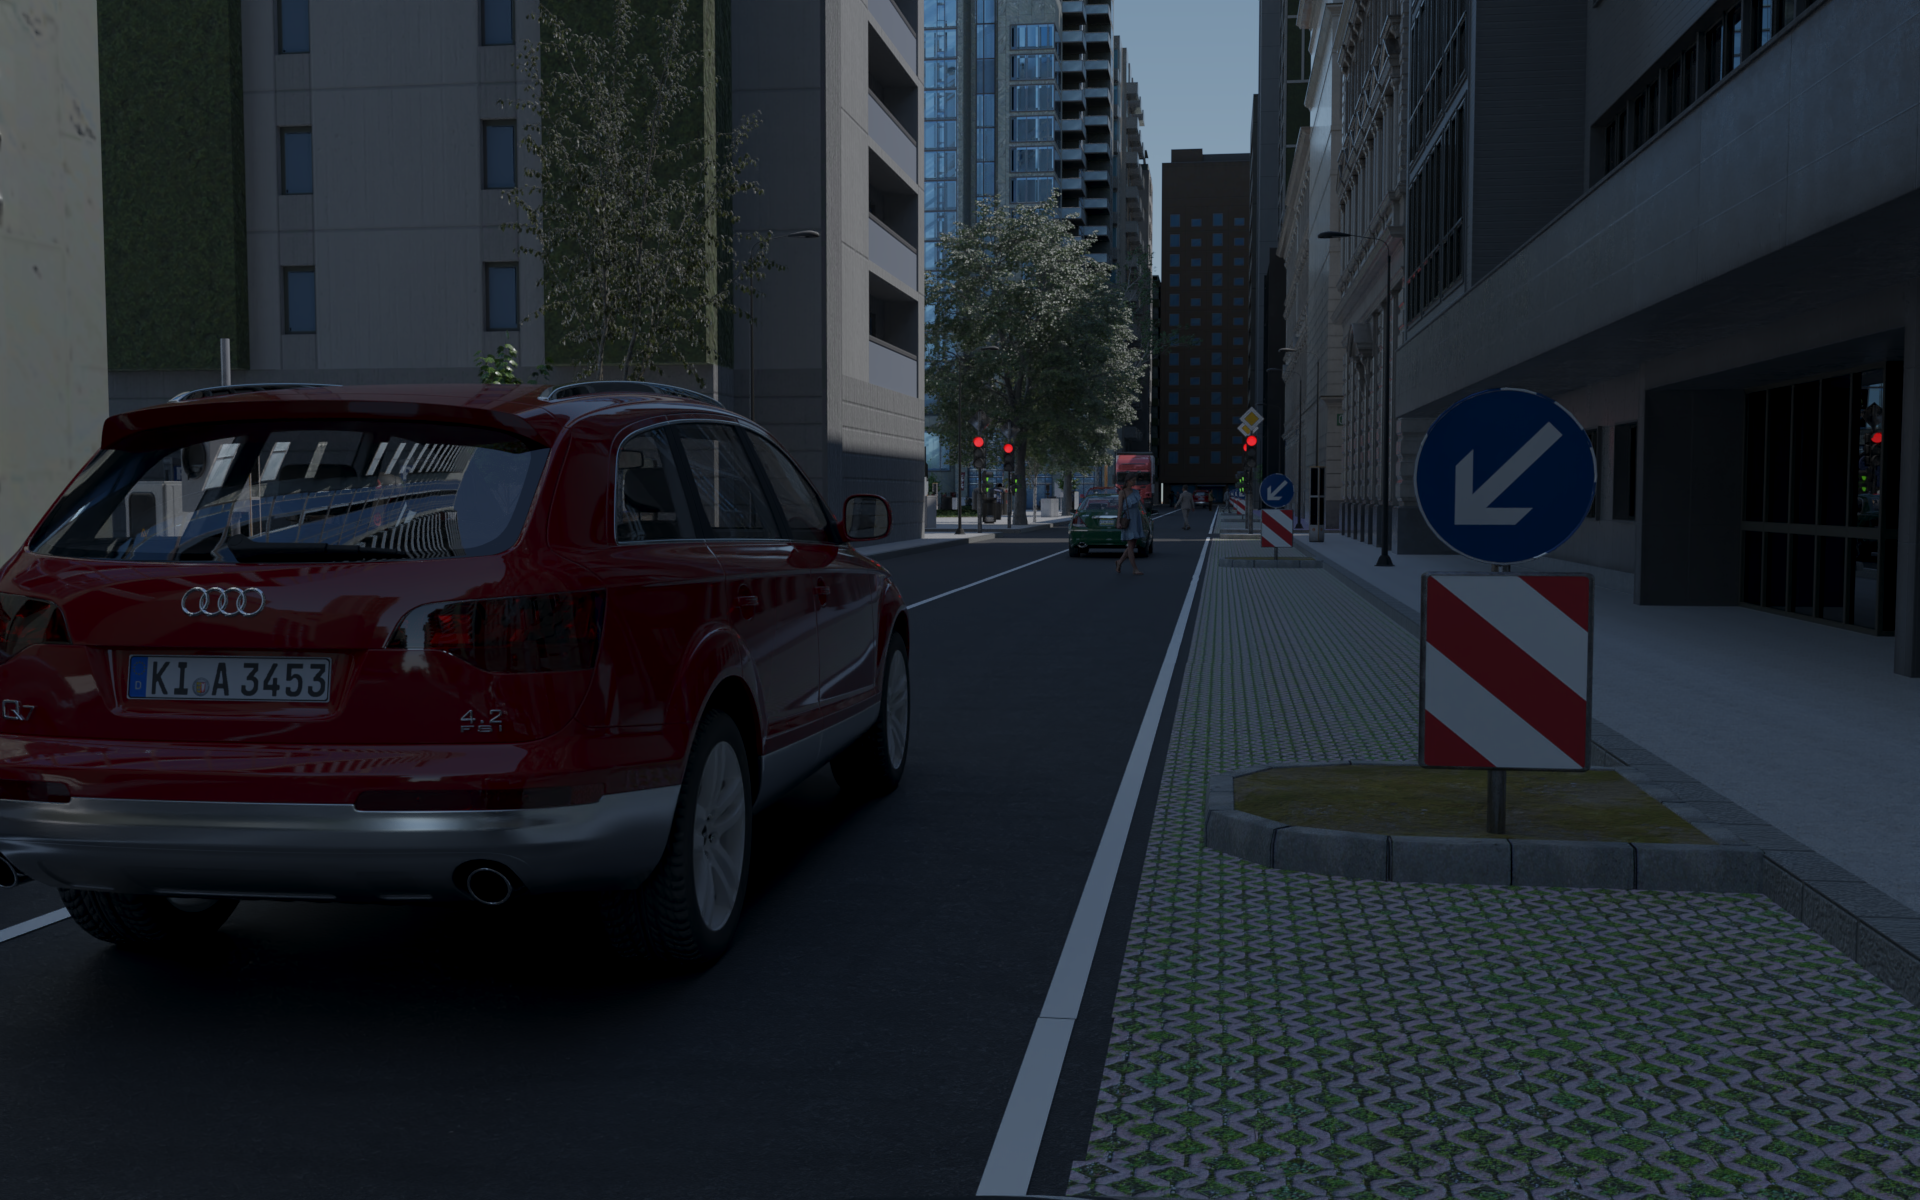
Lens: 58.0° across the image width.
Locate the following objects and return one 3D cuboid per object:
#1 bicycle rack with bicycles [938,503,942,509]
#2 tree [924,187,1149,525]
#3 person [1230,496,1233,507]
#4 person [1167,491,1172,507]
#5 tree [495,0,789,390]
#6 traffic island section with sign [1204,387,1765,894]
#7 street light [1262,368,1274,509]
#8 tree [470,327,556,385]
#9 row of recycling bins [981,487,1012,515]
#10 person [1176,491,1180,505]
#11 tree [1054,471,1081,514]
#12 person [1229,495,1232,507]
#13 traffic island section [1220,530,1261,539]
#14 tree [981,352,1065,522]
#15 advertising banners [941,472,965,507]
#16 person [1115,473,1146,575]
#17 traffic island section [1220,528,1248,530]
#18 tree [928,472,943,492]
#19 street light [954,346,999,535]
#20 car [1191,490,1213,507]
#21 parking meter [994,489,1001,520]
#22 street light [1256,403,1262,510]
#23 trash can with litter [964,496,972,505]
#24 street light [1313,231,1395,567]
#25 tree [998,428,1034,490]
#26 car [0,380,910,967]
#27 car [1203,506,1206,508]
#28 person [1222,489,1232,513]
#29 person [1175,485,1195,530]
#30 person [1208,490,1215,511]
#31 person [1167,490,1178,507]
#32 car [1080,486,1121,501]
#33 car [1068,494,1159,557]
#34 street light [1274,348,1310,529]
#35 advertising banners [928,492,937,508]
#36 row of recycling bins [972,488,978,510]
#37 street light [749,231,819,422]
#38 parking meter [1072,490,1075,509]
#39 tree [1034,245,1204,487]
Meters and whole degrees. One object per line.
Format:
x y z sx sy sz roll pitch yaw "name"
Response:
-2.302 -6.817 124.837 2.925 0.926 2.852 1 4 11 "bicycle rack with bicycles"
2.387 -10.090 71.621 9.857 13.997 8.962 0 3 0 "tree"
29.353 -10.888 187.239 1.217 1.743 0.721 3 4 38 "person"
23.131 -11.117 190.273 0.705 1.822 1.348 2 4 35 "person"
-4.848 -4.576 25.183 4.360 8.622 3.978 0 3 0 "tree"
2.038 0.085 7.241 1.989 1.847 2.006 1 4 9 "traffic island section with sign"
12.032 -5.600 64.104 1.470 5.913 1.316 1 4 9 "street light"
-5.333 -1.567 20.222 1.663 3.219 1.824 0 3 0 "tree"
2.373 -6.012 105.414 1.069 1.692 3.534 1 4 16 "row of recycling bins"
26.240 -12.241 209.171 0.617 1.759 0.750 3 4 37 "person"
6.989 -7.121 111.027 1.663 3.219 1.824 0 3 0 "tree"
26.856 -9.906 170.462 1.348 1.824 0.705 -3 4 -39 "person"
9.372 -2.046 55.739 2.009 0.180 2.903 1 4 9 "traffic island section"
3.263 -7.888 79.329 4.737 8.622 4.395 0 3 0 "tree"
-0.572 -8.659 137.764 2.074 3.025 0.090 -1 4 -13 "advertising banners"
2.976 -1.358 30.790 0.616 1.811 0.778 -2 4 -35 "person"
10.567 -2.529 63.635 2.009 0.180 2.903 1 4 9 "traffic island section"
-2.363 -8.879 139.774 1.663 3.219 1.824 0 3 0 "tree"
0.528 -5.025 54.697 1.470 5.913 1.316 1 4 9 "street light"
23.587 -9.823 169.280 2.281 1.827 5.304 1 4 8 "car"
1.860 -4.733 85.795 0.372 1.533 0.369 0 3 0 "parking meter"
15.816 -7.098 88.597 1.470 5.913 1.316 1 4 9 "street light"
0.870 -7.525 134.414 1.055 1.170 0.624 -1 4 -17 "trash can with litter"
7.013 -3.557 30.698 1.470 5.913 1.316 1 4 9 "street light"
4.503 -10.294 118.671 4.360 8.622 3.978 0 3 0 "tree"
-1.510 0.108 6.900 2.281 1.827 5.304 0 4 8 "car"
24.553 -10.433 179.380 1.959 1.807 4.718 1 4 10 "car"
20.158 -7.463 130.620 0.850 1.850 0.679 -1 4 -10 "person"
9.026 -3.700 69.273 0.678 1.792 0.850 -2 4 -25 "person"
21.031 -8.348 145.081 0.705 1.812 1.348 -1 4 -13 "person"
22.835 -10.867 186.196 1.348 1.821 0.705 2 4 33 "person"
7.207 -4.779 86.806 2.281 1.827 5.304 1 4 10 "car"
3.588 -1.770 40.732 2.131 1.459 4.920 1 4 8 "car"
10.853 -5.061 55.287 1.470 5.913 1.316 1 4 9 "street light"
-2.315 -6.316 99.450 2.074 3.025 0.090 1 4 22 "advertising banners"
1.511 -6.226 108.913 1.069 1.692 3.534 1 4 13 "row of recycling bins"
-3.174 -3.563 30.793 1.470 5.913 1.316 1 4 9 "street light"
6.629 -5.783 102.960 0.372 1.533 0.369 0 3 0 "parking meter"
11.639 -16.836 131.161 12.611 20.169 13.585 0 3 0 "tree"
